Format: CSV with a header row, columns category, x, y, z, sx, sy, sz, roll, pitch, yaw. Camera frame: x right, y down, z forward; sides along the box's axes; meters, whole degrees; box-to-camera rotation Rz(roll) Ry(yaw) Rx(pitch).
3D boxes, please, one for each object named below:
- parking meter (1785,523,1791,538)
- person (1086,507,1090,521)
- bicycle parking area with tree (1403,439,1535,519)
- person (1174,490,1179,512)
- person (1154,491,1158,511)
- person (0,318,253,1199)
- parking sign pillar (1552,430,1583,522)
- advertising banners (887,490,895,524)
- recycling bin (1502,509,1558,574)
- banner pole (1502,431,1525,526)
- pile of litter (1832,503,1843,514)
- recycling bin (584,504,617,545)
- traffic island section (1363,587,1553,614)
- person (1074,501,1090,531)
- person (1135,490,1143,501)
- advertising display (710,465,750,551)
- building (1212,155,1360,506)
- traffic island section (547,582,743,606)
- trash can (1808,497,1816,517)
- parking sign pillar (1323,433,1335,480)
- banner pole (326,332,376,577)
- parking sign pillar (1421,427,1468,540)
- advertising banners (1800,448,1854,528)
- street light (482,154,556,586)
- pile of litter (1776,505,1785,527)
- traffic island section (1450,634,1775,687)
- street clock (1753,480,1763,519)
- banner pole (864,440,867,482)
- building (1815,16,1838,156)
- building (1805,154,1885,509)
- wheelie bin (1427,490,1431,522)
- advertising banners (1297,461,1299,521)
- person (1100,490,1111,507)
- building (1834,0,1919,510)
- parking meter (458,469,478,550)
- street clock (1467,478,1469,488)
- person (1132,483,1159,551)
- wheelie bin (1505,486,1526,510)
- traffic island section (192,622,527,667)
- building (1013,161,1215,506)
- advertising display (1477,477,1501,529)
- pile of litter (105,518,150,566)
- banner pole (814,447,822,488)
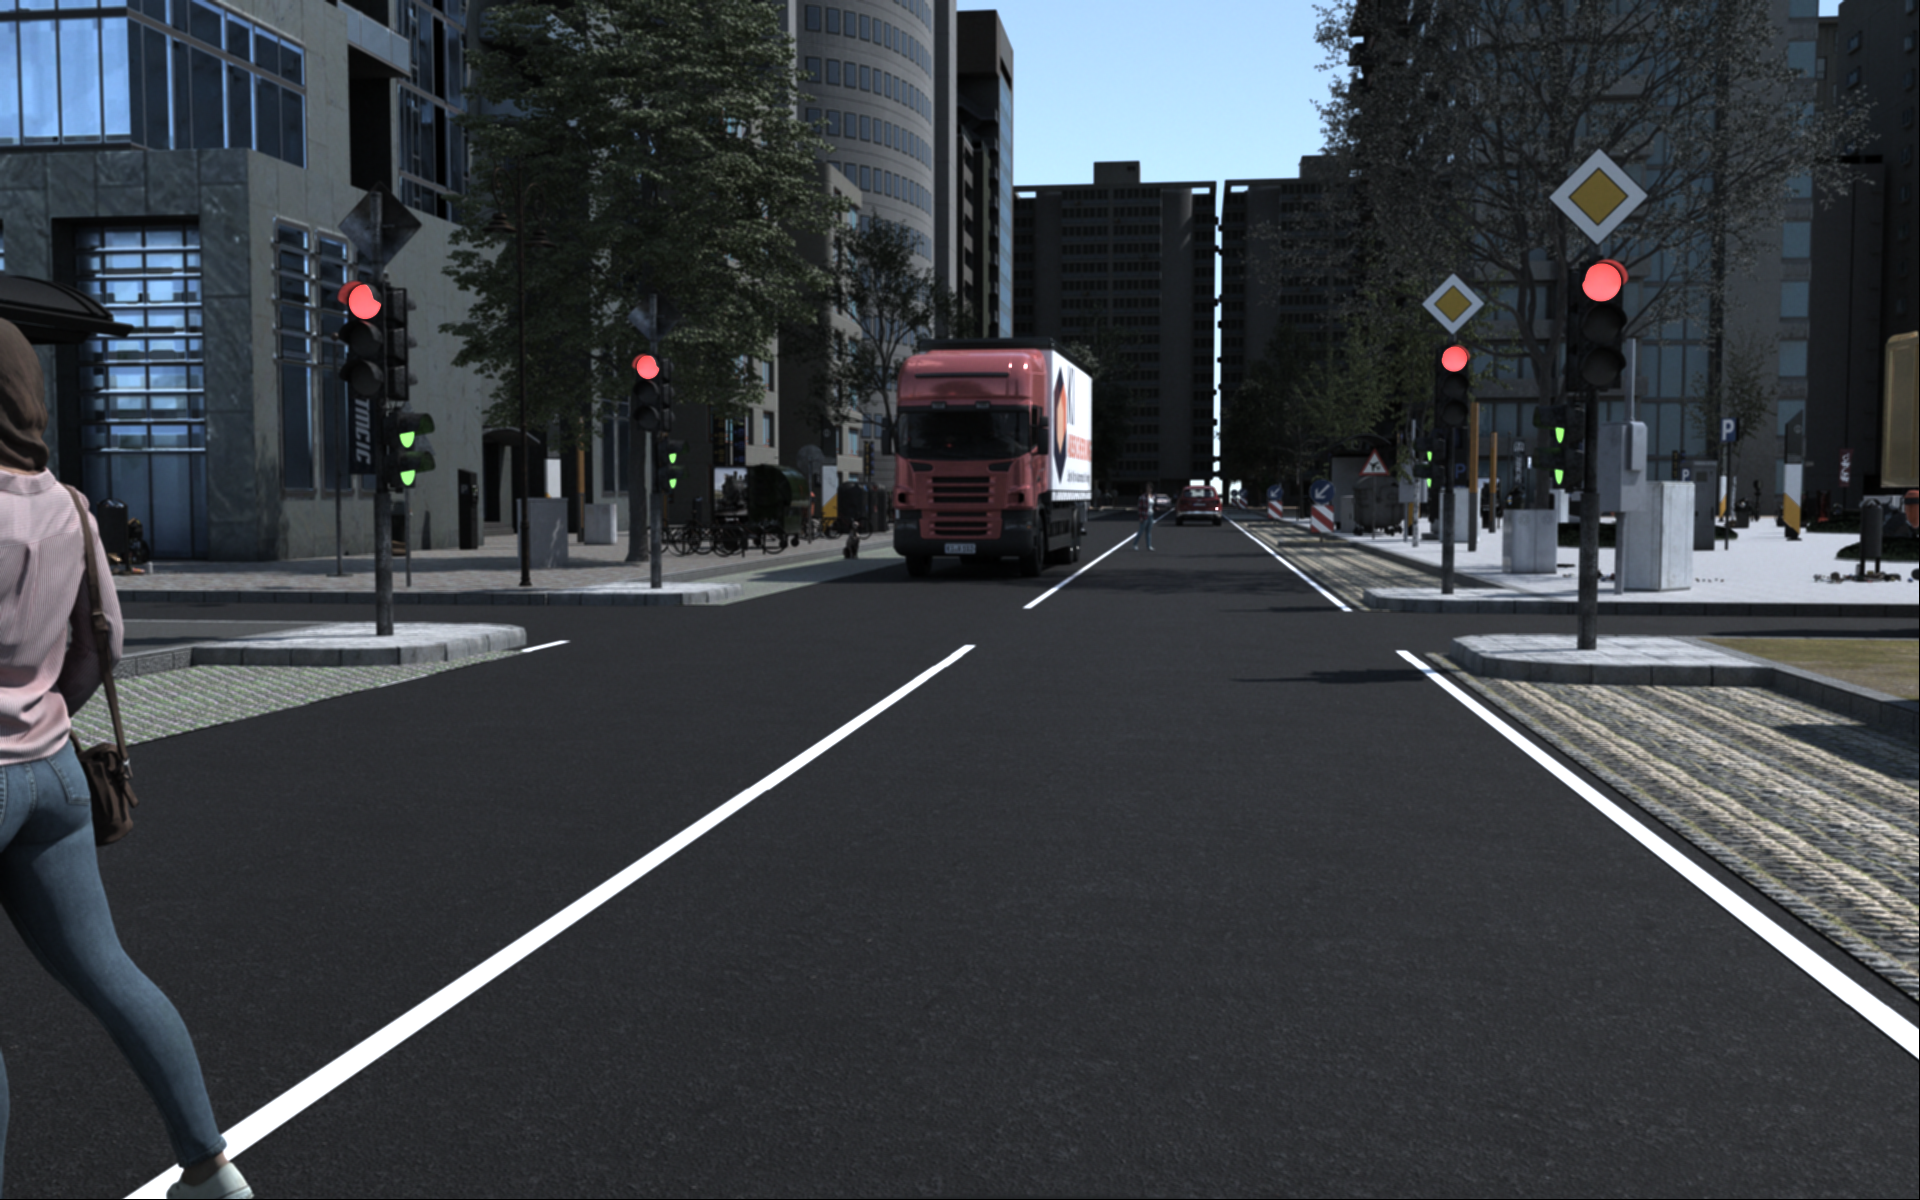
category,x,y,z,sx,sy,sz,roll,pitch,yaw
parking meter,24.561,-2.773,51.049,0.399,1.863,0.255,2,4,28
person,6.700,-5.190,93.213,0.638,1.841,0.748,-3,4,-37
bicycle parking area with tree,26.740,-6.336,90.592,8.231,4.147,9.016,2,4,27
person,17.784,-8.130,141.977,0.434,1.755,0.990,1,4,10
person,16.985,-8.595,149.966,0.436,1.711,0.756,1,4,17
person,-1.695,0.361,3.193,0.643,1.750,0.593,1,4,10
parking sign pillar,22.146,-4.538,62.673,1.447,3.967,1.447,2,4,26
advertising banners,-2.901,-4.853,75.530,0.090,3.025,2.074,1,4,11
recycling bin,9.260,-0.954,28.151,0.722,1.027,0.722,0,4,4
banner pole,22.201,-4.852,69.349,0.863,3.779,0.401,0,4,3
pile of litter,41.094,-4.072,80.539,1.719,0.858,1.176,-3,4,-37
recycling bin,-9.111,-1.916,43.878,0.722,1.027,0.722,0,4,-2
traffic island section,6.279,0.003,22.232,2.009,0.180,2.903,0,4,8
person,4.664,-3.566,66.646,0.661,1.843,0.795,-2,4,-24
person,13.986,-7.667,134.377,0.721,1.766,1.217,3,5,42
advertising display,-5.170,-2.064,38.961,0.974,1.923,0.123,-3,5,-41
building,42.090,-31.147,201.130,23.993,40.220,32.217,0,4,8
traffic island section,-4.166,-0.084,23.652,2.009,0.180,2.903,0,4,8
trash can,40.659,-4.340,82.605,0.748,1.137,0.748,0,3,0
parking sign pillar,15.897,-5.271,74.658,1.447,3.967,1.447,1,4,10
banner pole,-9.461,-2.261,26.991,0.863,3.779,0.401,-1,4,-13
parking sign pillar,13.641,-3.660,48.312,1.447,3.967,1.447,-1,4,-12
advertising banners,32.931,-4.276,66.092,2.074,3.025,0.090,1,4,20
street light,-6.070,-3.134,24.021,0.468,5.910,1.993,0,4,8
pile of litter,32.837,-3.323,68.304,1.719,0.858,1.176,-3,4,-38
traffic island section,5.203,0.487,14.319,2.009,0.180,2.903,0,4,8
street clock,40.229,-5.063,87.353,0.471,2.002,0.358,-3,4,-37
banner pole,-4.406,-5.565,80.997,0.401,3.779,0.863,0,4,5
building,90.118,-36.926,192.977,27.495,52.752,28.713,0,4,8
building,70.208,-23.194,150.929,14.107,30.474,14.160,0,4,8
wheelie bin,21.890,-4.397,79.798,0.980,1.594,0.693,1,4,14
advertising banners,16.205,-5.317,83.117,0.090,3.025,2.074,1,4,11
person,15.196,-10.480,179.930,1.350,1.814,0.705,0,4,3
building,87.597,-31.842,144.323,21.600,48.544,21.300,0,4,8
parking meter,-11.362,-2.099,40.029,0.399,1.863,0.255,1,4,19
street clock,23.067,-4.541,78.819,0.358,2.002,0.471,2,4,28
person,4.723,-2.119,43.989,0.563,1.720,0.643,-3,4,-39
wheelie bin,21.555,-3.625,67.184,0.693,1.594,0.980,2,4,32
traffic island section,-5.242,0.400,15.739,2.009,0.180,2.903,0,4,8
building,18.393,-31.379,204.923,23.993,40.220,32.217,0,4,8
advertising display,19.728,-3.641,64.743,0.974,1.923,0.123,3,4,38
pile of litter,-15.436,-1.082,31.658,1.176,0.858,1.719,0,4,0
banner pole,-6.434,-5.535,80.515,0.863,3.779,0.401,2,4,26
